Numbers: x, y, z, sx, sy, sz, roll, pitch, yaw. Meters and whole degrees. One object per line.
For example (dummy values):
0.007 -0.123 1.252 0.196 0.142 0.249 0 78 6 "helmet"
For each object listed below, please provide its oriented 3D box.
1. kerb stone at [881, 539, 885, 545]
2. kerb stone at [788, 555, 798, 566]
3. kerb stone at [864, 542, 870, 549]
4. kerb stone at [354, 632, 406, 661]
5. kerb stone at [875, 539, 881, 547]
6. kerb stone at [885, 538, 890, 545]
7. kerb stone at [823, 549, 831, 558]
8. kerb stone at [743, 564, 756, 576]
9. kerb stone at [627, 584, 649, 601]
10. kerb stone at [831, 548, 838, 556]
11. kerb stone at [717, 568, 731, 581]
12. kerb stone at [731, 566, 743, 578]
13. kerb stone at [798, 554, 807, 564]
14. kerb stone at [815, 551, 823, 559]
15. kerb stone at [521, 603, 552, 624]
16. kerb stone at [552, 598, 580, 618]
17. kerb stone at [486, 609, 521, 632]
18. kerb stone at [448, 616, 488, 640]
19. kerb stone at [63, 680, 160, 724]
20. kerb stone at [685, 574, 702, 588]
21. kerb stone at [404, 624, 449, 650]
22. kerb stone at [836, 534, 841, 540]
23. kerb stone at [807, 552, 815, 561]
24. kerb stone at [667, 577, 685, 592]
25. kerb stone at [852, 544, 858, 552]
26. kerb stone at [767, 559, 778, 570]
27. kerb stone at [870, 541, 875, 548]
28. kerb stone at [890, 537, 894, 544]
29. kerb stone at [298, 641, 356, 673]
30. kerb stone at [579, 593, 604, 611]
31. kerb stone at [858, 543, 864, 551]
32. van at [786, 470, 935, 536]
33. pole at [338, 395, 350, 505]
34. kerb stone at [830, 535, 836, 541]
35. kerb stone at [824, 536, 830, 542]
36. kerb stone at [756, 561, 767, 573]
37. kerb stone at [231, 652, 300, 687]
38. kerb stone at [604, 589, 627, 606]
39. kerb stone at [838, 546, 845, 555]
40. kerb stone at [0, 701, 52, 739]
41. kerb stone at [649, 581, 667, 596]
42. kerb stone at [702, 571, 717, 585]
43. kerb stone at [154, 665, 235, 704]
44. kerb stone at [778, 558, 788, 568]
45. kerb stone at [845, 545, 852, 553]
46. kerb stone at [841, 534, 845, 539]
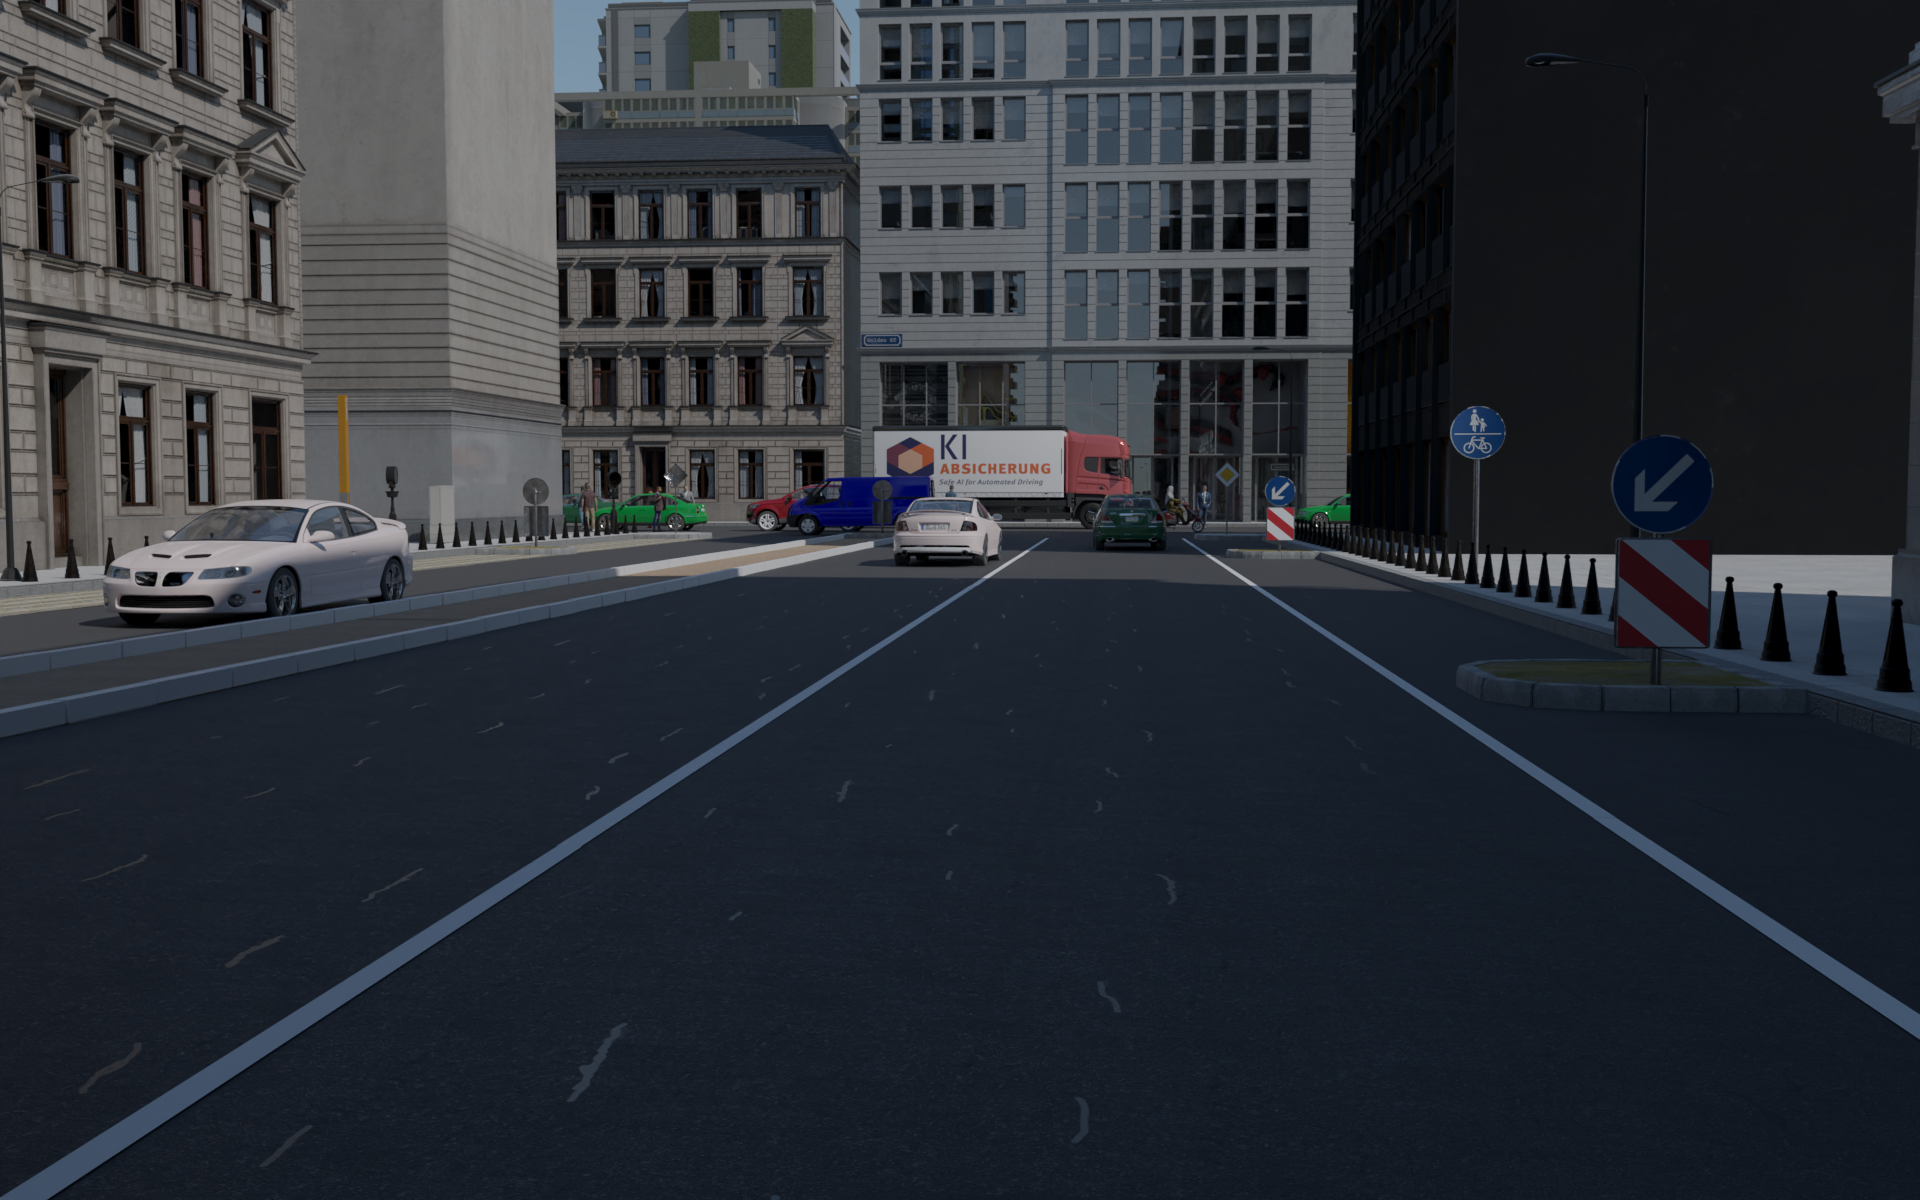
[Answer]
-2.266 -1.585 48.108 0.120 0.150 1.000 0 4 5 "kerb stone"
-3.458 -0.768 34.826 0.120 0.150 1.000 0 4 5 "kerb stone"
-2.545 -1.397 45.047 0.120 0.150 1.000 0 4 5 "kerb stone"
-5.203 0.417 15.372 0.120 0.150 1.000 0 4 5 "kerb stone"
-2.357 -1.522 47.087 0.120 0.150 1.000 0 4 5 "kerb stone"
-2.168 -1.647 49.128 0.120 0.150 1.000 0 4 5 "kerb stone"
-3.094 -1.022 38.913 0.120 0.150 1.000 0 4 5 "kerb stone"
-3.822 -0.520 30.735 0.120 0.150 1.000 0 4 5 "kerb stone"
-4.462 -0.084 23.563 0.120 0.150 1.000 0 4 5 "kerb stone"
-3.000 -1.085 39.933 0.120 0.150 1.000 0 4 5 "kerb stone"
-4.014 -0.394 28.687 0.120 0.150 1.000 0 4 5 "kerb stone"
-3.924 -0.459 29.707 0.120 0.150 1.000 0 4 5 "kerb stone"
-3.361 -0.835 35.846 0.120 0.150 1.000 0 4 5 "kerb stone"
-3.188 -0.960 37.888 0.120 0.150 1.000 0 4 5 "kerb stone"
-4.842 0.167 19.473 0.120 0.150 1.000 0 4 5 "kerb stone"
-4.742 0.109 20.493 0.120 0.150 1.000 0 4 5 "kerb stone"
-4.931 0.229 18.452 0.120 0.150 1.000 0 4 5 "kerb stone"
-5.016 0.296 17.420 0.120 0.150 1.000 0 4 5 "kerb stone"
-5.566 0.668 11.288 0.120 0.150 1.000 0 4 5 "kerb stone"
-4.193 -0.272 26.645 0.120 0.150 1.000 0 4 5 "kerb stone"
-5.114 0.356 16.398 0.120 0.150 1.000 0 4 5 "kerb stone"
-3.896 -1.912 53.475 0.120 0.150 1.000 0 4 5 "kerb stone"
-3.278 -0.897 36.867 0.120 0.150 1.000 0 4 5 "kerb stone"
-4.286 -0.208 25.617 0.120 0.150 1.000 0 4 5 "kerb stone"
-2.722 -1.270 43.006 0.120 0.150 1.000 0 4 5 "kerb stone"
-3.642 -0.648 32.786 0.120 0.150 1.000 0 4 5 "kerb stone"
-2.445 -1.454 46.067 0.120 0.150 1.000 0 4 5 "kerb stone"
-2.077 -1.710 50.152 0.120 0.150 1.000 0 4 5 "kerb stone"
-5.301 0.480 14.350 0.120 0.150 1.000 0 4 5 "kerb stone"
-4.657 0.042 21.516 0.120 0.150 1.000 0 4 5 "kerb stone"
-2.631 -1.331 44.026 0.120 0.150 1.000 0 4 5 "kerb stone"
-3.441 -3.438 60.595 5.245 2.365 2.240 0 4 4 "van"
-12.736 -2.568 35.831 0.158 3.312 0.155 0 3 0 "pole"
-3.983 -1.851 52.454 0.120 0.150 1.000 0 4 5 "kerb stone"
-4.080 -1.783 51.435 0.120 0.150 1.000 0 4 5 "kerb stone"
-3.738 -0.585 31.758 0.120 0.150 1.000 0 4 5 "kerb stone"
-5.395 0.542 13.330 0.120 0.150 1.000 0 4 5 "kerb stone"
-4.562 -0.021 22.543 0.120 0.150 1.000 0 4 5 "kerb stone"
-2.908 -1.147 40.953 0.120 0.150 1.000 0 4 5 "kerb stone"
-5.665 0.731 10.268 0.120 0.150 1.000 0 4 5 "kerb stone"
-4.378 -0.147 24.593 0.120 0.150 1.000 0 4 5 "kerb stone"
-4.101 -0.333 27.666 0.120 0.150 1.000 0 4 5 "kerb stone"
-5.485 0.605 12.310 0.120 0.150 1.000 0 4 5 "kerb stone"
-3.555 -0.710 33.806 0.120 0.150 1.000 0 4 5 "kerb stone"
-2.819 -1.210 41.976 0.120 0.150 1.000 0 4 5 "kerb stone"
-3.795 -1.973 54.505 0.120 0.150 1.000 0 4 5 "kerb stone"
